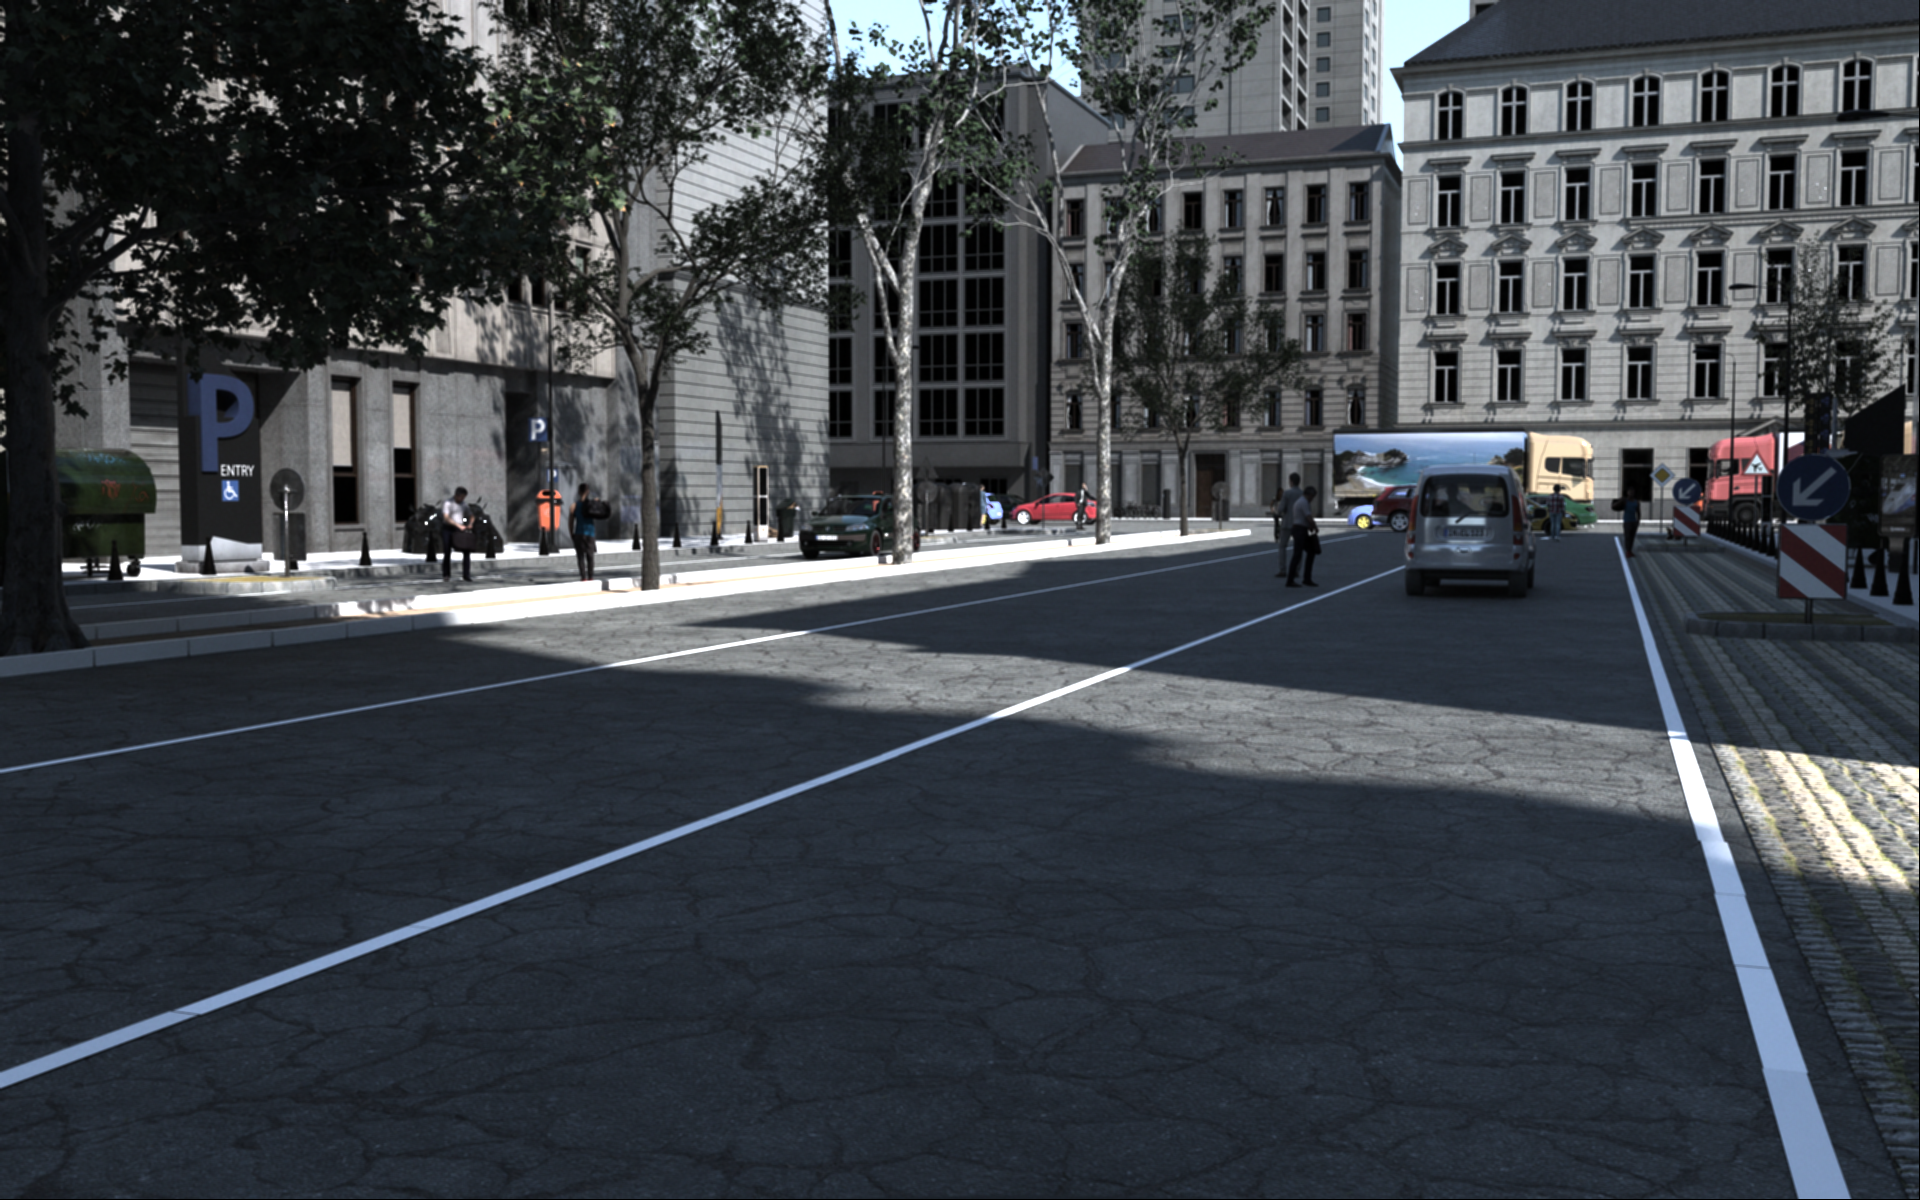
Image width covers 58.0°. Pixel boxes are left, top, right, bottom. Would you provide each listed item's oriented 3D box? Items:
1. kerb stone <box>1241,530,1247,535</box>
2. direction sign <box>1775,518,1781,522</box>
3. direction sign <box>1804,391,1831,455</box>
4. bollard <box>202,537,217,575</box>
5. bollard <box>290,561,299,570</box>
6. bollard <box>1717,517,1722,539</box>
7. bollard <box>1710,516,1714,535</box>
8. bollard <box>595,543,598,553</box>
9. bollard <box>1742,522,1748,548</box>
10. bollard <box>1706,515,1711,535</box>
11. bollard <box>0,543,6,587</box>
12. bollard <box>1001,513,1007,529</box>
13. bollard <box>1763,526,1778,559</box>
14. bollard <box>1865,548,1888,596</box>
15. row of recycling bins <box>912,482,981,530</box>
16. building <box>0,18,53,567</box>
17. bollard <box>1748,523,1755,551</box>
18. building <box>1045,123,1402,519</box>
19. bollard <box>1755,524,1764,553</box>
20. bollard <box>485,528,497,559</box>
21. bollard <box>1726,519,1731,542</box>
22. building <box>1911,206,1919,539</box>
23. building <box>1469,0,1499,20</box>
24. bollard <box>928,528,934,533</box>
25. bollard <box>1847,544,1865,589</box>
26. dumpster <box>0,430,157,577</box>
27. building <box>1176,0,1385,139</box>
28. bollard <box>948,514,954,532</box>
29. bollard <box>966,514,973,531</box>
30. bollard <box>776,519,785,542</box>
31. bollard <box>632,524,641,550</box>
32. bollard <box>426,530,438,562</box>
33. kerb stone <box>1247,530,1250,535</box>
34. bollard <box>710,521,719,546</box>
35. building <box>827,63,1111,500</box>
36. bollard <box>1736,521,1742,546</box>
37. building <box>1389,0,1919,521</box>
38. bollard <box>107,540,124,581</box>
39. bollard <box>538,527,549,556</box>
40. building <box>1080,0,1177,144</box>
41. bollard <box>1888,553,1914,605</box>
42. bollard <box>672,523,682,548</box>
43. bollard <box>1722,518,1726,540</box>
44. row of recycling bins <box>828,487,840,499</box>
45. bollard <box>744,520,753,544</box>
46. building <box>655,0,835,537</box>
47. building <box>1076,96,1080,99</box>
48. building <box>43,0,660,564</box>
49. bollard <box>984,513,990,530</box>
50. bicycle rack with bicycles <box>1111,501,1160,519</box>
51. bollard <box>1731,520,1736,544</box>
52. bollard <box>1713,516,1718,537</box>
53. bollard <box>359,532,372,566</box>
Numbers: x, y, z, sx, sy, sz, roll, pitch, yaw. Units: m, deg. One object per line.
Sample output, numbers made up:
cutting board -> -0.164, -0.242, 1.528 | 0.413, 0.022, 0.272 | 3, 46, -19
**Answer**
kerb stone -> 9.730, -2.322, 60.167 | 0.120, 0.150, 1.000 | 1, 4, 20
direction sign -> 37.257, -5.299, 78.630 | 0.876, 3.537, 0.379 | 0, 3, 0
direction sign -> 19.133, -2.857, 38.710 | 0.379, 3.537, 0.876 | 0, 4, -8
bollard -> -11.907, -0.698, 27.451 | 0.229, 0.601, 0.229 | 0, 3, 0
bollard -> -11.264, -0.804, 29.182 | 0.229, 0.601, 0.229 | 0, 3, 0
bollard -> 21.908, -2.054, 49.620 | 0.229, 0.601, 0.229 | 0, 3, 0
bollard -> 23.197, -2.266, 53.092 | 0.229, 0.601, 0.229 | 0, 3, 0
bollard -> -8.041, -1.335, 37.868 | 0.229, 0.601, 0.229 | 0, 3, 0
bollard -> 18.688, -1.523, 40.949 | 0.229, 0.601, 0.229 | 0, 3, 0
bollard -> 23.841, -2.373, 54.844 | 0.229, 0.601, 0.229 | 0, 3, 0
bollard -> -13.196, -0.485, 23.968 | 0.229, 0.601, 0.229 | 0, 3, 0
bollard -> 1.622, -2.928, 63.913 | 0.229, 0.601, 0.229 | 0, 3, 0
bollard -> 16.763, -1.206, 35.753 | 0.229, 0.601, 0.229 | 0, 3, 0
bollard -> 11.603, -0.355, 21.843 | 0.229, 0.601, 0.229 | 0, 3, 0
row of recycling bins -> -0.446, -3.384, 62.441 | 1.069, 1.692, 3.534 | 3, 4, 38
building -> -27.892, -11.359, 19.010 | 16.112, 22.955, 30.059 | 1, 4, 20
bollard -> 18.047, -1.418, 39.218 | 0.229, 0.601, 0.229 | 0, 3, 0
building -> 14.852, -15.079, 95.690 | 18.267, 20.994, 9.793 | 1, 4, 20
bollard -> 17.405, -1.312, 37.486 | 0.229, 0.601, 0.229 | 0, 3, 0
bollard -> -9.328, -1.123, 34.397 | 0.229, 0.601, 0.229 | 0, 3, 0
bollard -> 20.623, -1.842, 46.154 | 0.229, 0.601, 0.229 | 0, 3, 0
building -> 29.298, -11.309, 39.656 | 10.420, 20.320, 16.860 | 1, 4, 20
building -> 82.509, -49.301, 244.317 | 20.611, 71.187, 20.563 | 1, 4, 20
bollard -> -0.953, -2.503, 56.970 | 0.229, 0.601, 0.229 | 0, 3, 0
bollard -> 12.244, -0.461, 23.583 | 0.229, 0.601, 0.229 | 0, 3, 0
dumpster -> -13.419, -1.443, 26.094 | 1.502, 2.255, 1.985 | 1, 4, 20
building -> 38.061, -46.784, 203.165 | 20.611, 71.187, 20.563 | 1, 4, 20
bollard -> -0.308, -2.610, 58.710 | 0.229, 0.601, 0.229 | 0, 3, 0
bollard -> 0.334, -2.716, 60.441 | 0.229, 0.601, 0.229 | 0, 3, 0
bollard -> -4.825, -1.866, 46.548 | 0.229, 0.601, 0.229 | 0, 3, 0
bollard -> -7.402, -1.441, 39.604 | 0.229, 0.601, 0.229 | 0, 3, 0
bollard -> -9.973, -1.017, 32.662 | 0.229, 0.601, 0.229 | 0, 3, 0
kerb stone -> 10.079, -2.382, 61.135 | 0.120, 0.150, 1.000 | 1, 4, 20
bollard -> -6.109, -1.653, 43.068 | 0.229, 0.601, 0.229 | 0, 3, 0
building -> -4.487, -19.008, 104.285 | 24.014, 27.812, 14.314 | 1, 4, 20
bollard -> 19.331, -1.629, 42.681 | 0.229, 0.601, 0.229 | 0, 3, 0
building -> 45.010, -18.998, 87.033 | 44.131, 29.872, 17.030 | 1, 4, 20
bollard -> -12.549, -0.592, 25.719 | 0.229, 0.601, 0.229 | 0, 3, 0
bollard -> -8.687, -1.229, 36.133 | 0.229, 0.601, 0.229 | 0, 3, 0
building -> 24.033, -44.358, 163.502 | 20.563, 71.187, 20.611 | 1, 4, 20
bollard -> 10.954, -0.248, 20.103 | 0.229, 0.601, 0.229 | 0, 3, 0
bollard -> -6.756, -1.547, 41.335 | 0.229, 0.601, 0.229 | 0, 3, 0
bollard -> 21.265, -1.948, 47.886 | 0.229, 0.601, 0.229 | 0, 3, 0
row of recycling bins -> -10.952, -8.941, 153.296 | 3.534, 1.692, 1.069 | 1, 4, 23
bollard -> -5.470, -1.759, 44.801 | 0.229, 0.601, 0.229 | 0, 3, 0
building -> -20.321, -17.333, 60.893 | 29.804, 29.767, 11.434 | 1, 4, 20
building -> 13.790, -36.220, 211.811 | 30.456, 49.044, 23.786 | 1, 4, 20
building -> -17.783, -13.718, 42.315 | 12.078, 24.808, 19.932 | 1, 4, 20
bollard -> 0.976, -2.822, 62.173 | 0.229, 0.601, 0.229 | 0, 3, 0
bicycle rack with bicycles -> 8.708, -4.693, 90.114 | 2.852, 0.926, 2.925 | -1, 4, -23
bollard -> 19.981, -1.736, 44.419 | 0.229, 0.601, 0.229 | 0, 3, 0
bollard -> 22.546, -2.160, 51.353 | 0.229, 0.601, 0.229 | 0, 3, 0
bollard -> -10.617, -0.910, 30.914 | 0.229, 0.601, 0.229 | 0, 3, 0
